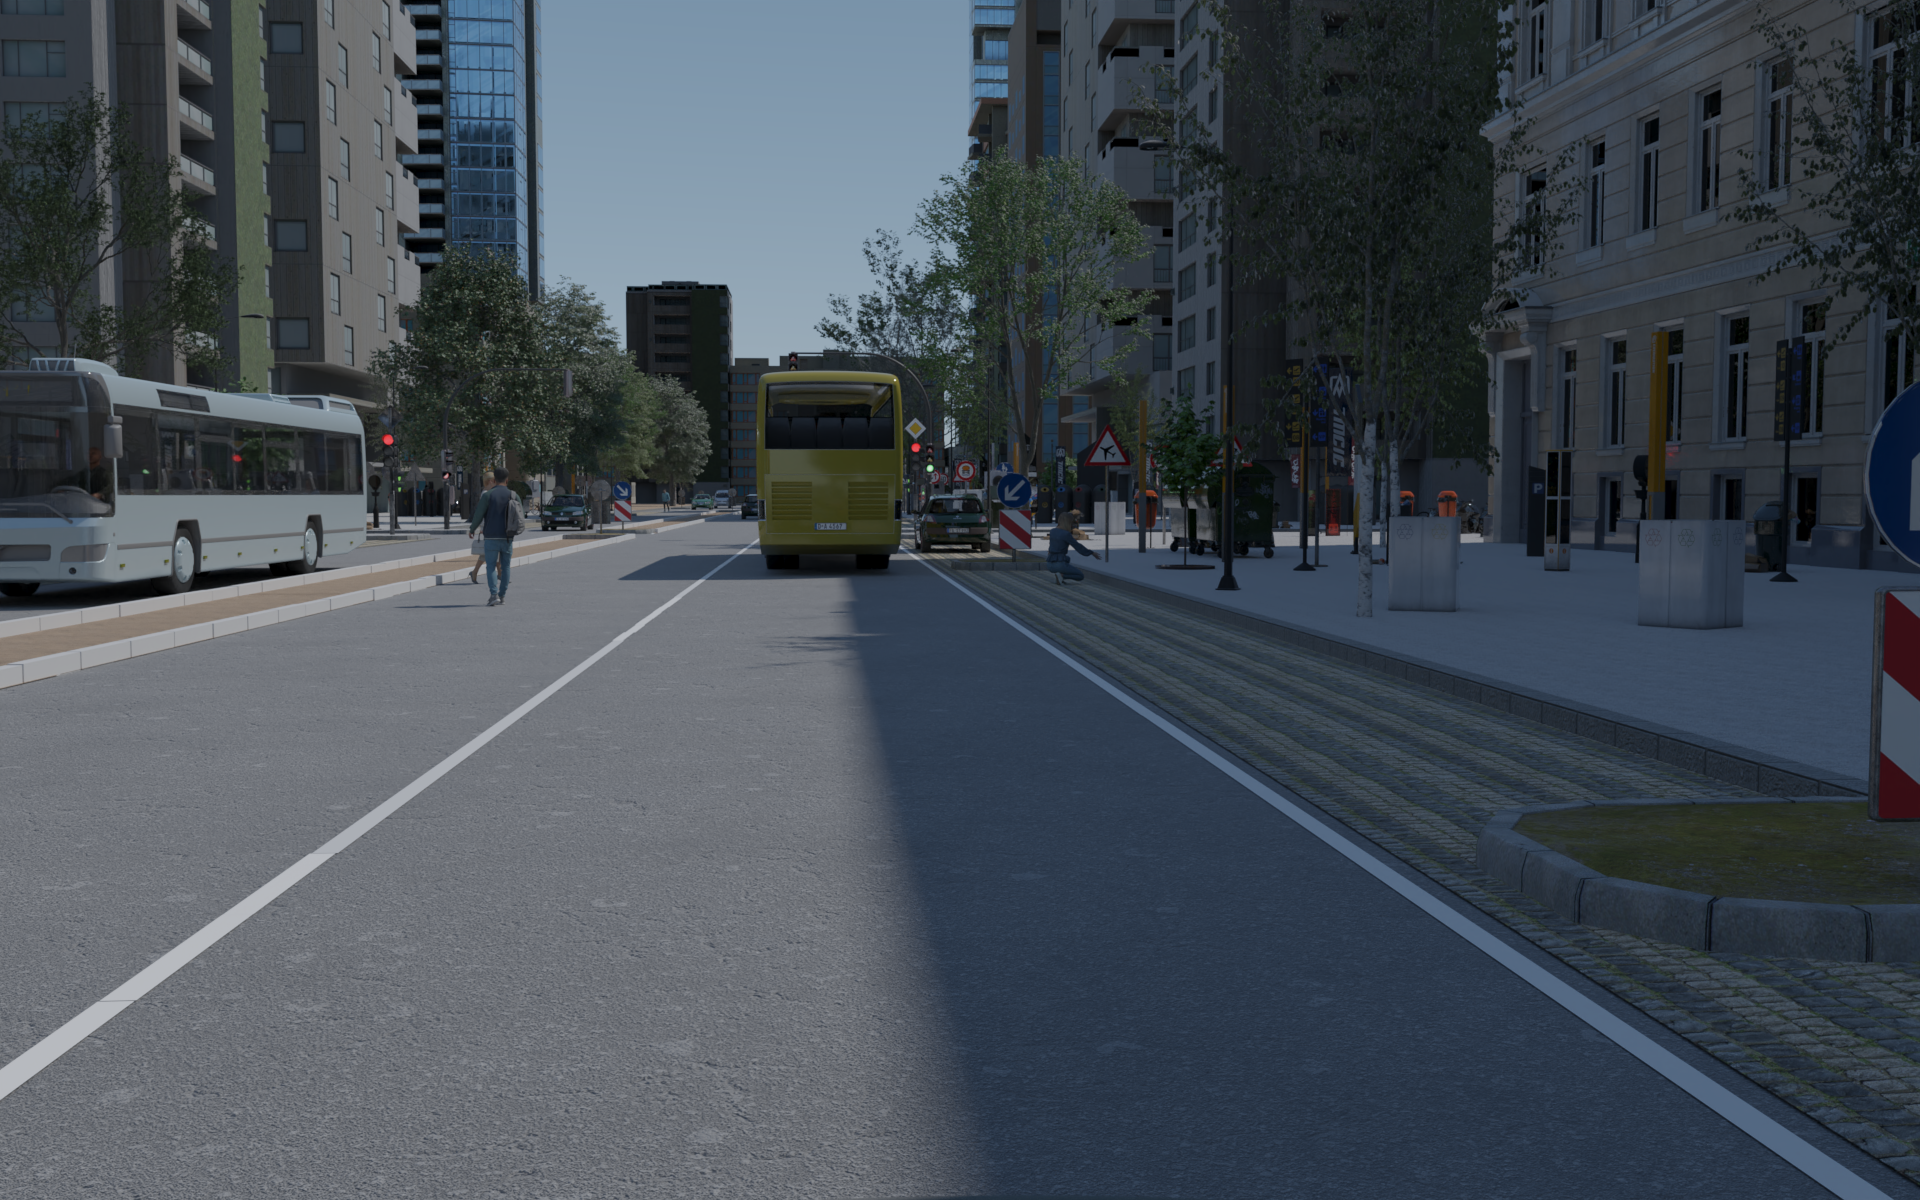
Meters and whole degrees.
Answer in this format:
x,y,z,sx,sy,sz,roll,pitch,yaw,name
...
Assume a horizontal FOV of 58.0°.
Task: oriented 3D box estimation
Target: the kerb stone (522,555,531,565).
x,y,z,sx,sy,sz,roll,pitch,yaw,name
-8.885,-0.784,35.049,0.120,0.150,1.000,0,4,-5,kerb stone

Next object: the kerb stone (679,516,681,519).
x,y,z,sx,sy,sz,roll,pitch,yaw,name
-16.001,-4.619,97.717,0.120,0.150,1.000,0,4,-5,kerb stone

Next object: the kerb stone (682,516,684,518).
x,y,z,sx,sy,sz,roll,pitch,yaw,name
-16.154,-4.743,99.770,0.120,0.150,1.000,0,4,-5,kerb stone

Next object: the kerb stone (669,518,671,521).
x,y,z,sx,sy,sz,roll,pitch,yaw,name
-15.514,-4.240,91.586,0.120,0.150,1.000,0,4,-5,kerb stone

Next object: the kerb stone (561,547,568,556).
x,y,z,sx,sy,sz,roll,pitch,yaw,name
-9.291,-1.099,40.166,0.120,0.150,1.000,0,4,-5,kerb stone

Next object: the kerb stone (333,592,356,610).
x,y,z,sx,sy,sz,roll,pitch,yaw,name
-7.825,0.031,21.768,0.120,0.150,1.000,0,4,-5,kerb stone

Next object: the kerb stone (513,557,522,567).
x,y,z,sx,sy,sz,roll,pitch,yaw,name
-8.813,-0.721,34.030,0.120,0.150,1.000,0,4,-5,kerb stone

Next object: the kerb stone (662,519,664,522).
x,y,z,sx,sy,sz,roll,pitch,yaw,name
-15.186,-3.994,87.502,0.120,0.150,1.000,0,4,-5,kerb stone

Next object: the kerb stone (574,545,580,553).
x,y,z,sx,sy,sz,roll,pitch,yaw,name
-9.460,-1.224,42.210,0.120,0.150,1.000,0,4,-5,kerb stone

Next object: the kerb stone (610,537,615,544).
x,y,z,sx,sy,sz,roll,pitch,yaw,name
-10.033,-1.658,49.359,0.120,0.150,1.000,0,4,-5,kerb stone

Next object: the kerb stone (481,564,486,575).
x,y,z,sx,sy,sz,roll,pitch,yaw,name
-8.563,-0.537,30.969,0.120,0.150,1.000,0,4,-5,kerb stone

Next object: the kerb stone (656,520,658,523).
x,y,z,sx,sy,sz,roll,pitch,yaw,name
-14.939,-3.807,84.442,0.120,0.150,1.000,0,4,-5,kerb stone

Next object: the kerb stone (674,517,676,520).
x,y,z,sx,sy,sz,roll,pitch,yaw,name
-15.758,-4.432,94.651,0.120,0.150,1.000,0,4,-5,kerb stone

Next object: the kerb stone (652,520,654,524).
x,y,z,sx,sy,sz,roll,pitch,yaw,name
-14.778,-3.680,82.404,0.120,0.150,1.000,0,4,-5,kerb stone

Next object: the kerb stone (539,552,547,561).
x,y,z,sx,sy,sz,roll,pitch,yaw,name
-9.050,-0.911,37.086,0.120,0.150,1.000,0,4,-5,kerb stone

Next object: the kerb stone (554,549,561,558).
x,y,z,sx,sy,sz,roll,pitch,yaw,name
-9.208,-1.033,39.147,0.120,0.150,1.000,0,4,-5,kerb stone

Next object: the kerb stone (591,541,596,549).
x,y,z,sx,sy,sz,roll,pitch,yaw,name
-9.706,-1.412,45.277,0.120,0.150,1.000,0,4,-5,kerb stone

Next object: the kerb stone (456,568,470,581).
x,y,z,sx,sy,sz,roll,pitch,yaw,name
-8.396,-0.408,28.924,0.120,0.150,1.000,0,4,-5,kerb stone

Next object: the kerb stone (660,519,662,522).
x,y,z,sx,sy,sz,roll,pitch,yaw,name
-15.095,-3.932,86.484,0.120,0.150,1.000,0,4,-5,kerb stone

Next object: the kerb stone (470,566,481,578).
x,y,z,sx,sy,sz,roll,pitch,yaw,name
-8.482,-0.473,29.950,0.120,0.150,1.000,0,4,-5,kerb stone

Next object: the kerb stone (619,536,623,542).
x,y,z,sx,sy,sz,roll,pitch,yaw,name
-10.186,-1.785,51.398,0.120,0.150,1.000,0,4,-5,kerb stone

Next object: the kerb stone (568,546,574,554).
x,y,z,sx,sy,sz,roll,pitch,yaw,name
-9.376,-1.162,41.192,0.120,0.150,1.000,0,4,-5,kerb stone

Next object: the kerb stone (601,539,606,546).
x,y,z,sx,sy,sz,roll,pitch,yaw,name
-9.867,-1.537,47.320,0.120,0.150,1.000,0,4,-5,kerb stone

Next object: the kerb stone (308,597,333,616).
x,y,z,sx,sy,sz,roll,pitch,yaw,name
-7.745,0.098,20.734,0.120,0.150,1.000,0,4,-5,kerb stone

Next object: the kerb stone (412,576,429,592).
x,y,z,sx,sy,sz,roll,pitch,yaw,name
-8.142,-0.217,25.857,0.120,0.150,1.000,0,4,-5,kerb stone

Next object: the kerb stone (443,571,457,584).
x,y,z,sx,sy,sz,roll,pitch,yaw,name
-8.319,-0.343,27.904,0.120,0.150,1.000,0,4,-5,kerb stone

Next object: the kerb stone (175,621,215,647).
x,y,z,sx,sy,sz,roll,pitch,yaw,name
-7.423,0.339,16.647,0.120,0.150,1.000,0,4,-5,kerb stone

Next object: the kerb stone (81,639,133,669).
x,y,z,sx,sy,sz,roll,pitch,yaw,name
-7.256,0.464,14.603,0.120,0.150,1.000,0,4,-5,kerb stone

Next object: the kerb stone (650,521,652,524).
x,y,z,sx,sy,sz,roll,pitch,yaw,name
-14.695,-3.620,81.385,0.120,0.150,1.000,0,4,-5,kerb stone

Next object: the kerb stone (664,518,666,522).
x,y,z,sx,sy,sz,roll,pitch,yaw,name
-15.262,-4.057,88.522,0.120,0.150,1.000,0,4,-5,kerb stone

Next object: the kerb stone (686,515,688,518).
x,y,z,sx,sy,sz,roll,pitch,yaw,name
-16.411,-4.932,102.831,0.120,0.150,1.000,0,4,-5,kerb stone

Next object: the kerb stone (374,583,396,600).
x,y,z,sx,sy,sz,roll,pitch,yaw,name
-7.980,-0.099,23.809,0.120,0.150,1.000,0,4,-5,kerb stone

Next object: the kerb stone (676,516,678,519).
x,y,z,sx,sy,sz,roll,pitch,yaw,name
-15.841,-4.490,95.670,0.120,0.150,1.000,0,4,-5,kerb stone

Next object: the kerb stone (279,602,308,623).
x,y,z,sx,sy,sz,roll,pitch,yaw,name
-7.660,0.152,19.715,0.120,0.150,1.000,0,4,-5,kerb stone

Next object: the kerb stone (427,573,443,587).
x,y,z,sx,sy,sz,roll,pitch,yaw,name
-8.239,-0.287,26.883,0.120,0.150,1.000,0,4,-5,kerb stone

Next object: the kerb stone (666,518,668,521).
x,y,z,sx,sy,sz,roll,pitch,yaw,name
-15.347,-4.119,89.540,0.120,0.150,1.000,0,4,-5,kerb stone

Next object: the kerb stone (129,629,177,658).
x,y,z,sx,sy,sz,roll,pitch,yaw,name
-7.338,0.402,15.626,0.120,0.150,1.000,0,4,-5,kerb stone

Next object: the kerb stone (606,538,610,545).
x,y,z,sx,sy,sz,roll,pitch,yaw,name
-9.950,-1.599,48.339,0.120,0.150,1.000,0,4,-5,kerb stone

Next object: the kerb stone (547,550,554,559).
x,y,z,sx,sy,sz,roll,pitch,yaw,name
-9.136,-0.971,38.115,0.120,0.150,1.000,0,4,-5,kerb stone

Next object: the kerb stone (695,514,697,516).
x,y,z,sx,sy,sz,roll,pitch,yaw,name
-16.981,-5.369,109.978,0.120,0.150,1.000,0,4,-5,kerb stone

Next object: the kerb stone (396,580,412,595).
x,y,z,sx,sy,sz,roll,pitch,yaw,name
-8.068,-0.161,24.836,0.120,0.150,1.000,0,4,-5,kerb stone

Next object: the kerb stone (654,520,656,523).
x,y,z,sx,sy,sz,roll,pitch,yaw,name
-14.852,-3.743,83.424,0.120,0.150,1.000,0,4,-5,kerb stone

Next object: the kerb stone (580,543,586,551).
x,y,z,sx,sy,sz,roll,pitch,yaw,name
-9.539,-1.287,43.236,0.120,0.150,1.000,0,4,-5,kerb stone

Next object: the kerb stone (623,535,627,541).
x,y,z,sx,sy,sz,roll,pitch,yaw,name
-10.272,-1.848,52.416,0.120,0.150,1.000,0,4,-5,kerb stone

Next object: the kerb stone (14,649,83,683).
x,y,z,sx,sy,sz,roll,pitch,yaw,name
-7.171,0.527,13.576,0.120,0.150,1.000,0,4,-5,kerb stone

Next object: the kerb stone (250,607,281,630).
x,y,z,sx,sy,sz,roll,pitch,yaw,name
-7.579,0.215,18.696,0.120,0.150,1.000,0,4,-5,kerb stone

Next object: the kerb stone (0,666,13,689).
x,y,z,sx,sy,sz,roll,pitch,yaw,name
-7.087,0.597,12.549,0.120,0.150,1.000,0,4,-5,kerb stone

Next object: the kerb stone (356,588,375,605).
x,y,z,sx,sy,sz,roll,pitch,yaw,name
-7.915,-0.031,22.787,0.120,0.150,1.000,0,4,-5,kerb stone

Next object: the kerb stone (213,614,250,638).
x,y,z,sx,sy,sz,roll,pitch,yaw,name
-7.500,0.278,17.675,0.120,0.150,1.000,0,4,-5,kerb stone

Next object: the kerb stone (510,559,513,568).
x,y,z,sx,sy,sz,roll,pitch,yaw,name
-8.724,-0.660,33.011,0.120,0.150,1.000,0,4,-5,kerb stone

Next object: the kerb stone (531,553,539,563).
x,y,z,sx,sy,sz,roll,pitch,yaw,name
-8.959,-0.848,36.068,0.120,0.150,1.000,0,4,-5,kerb stone

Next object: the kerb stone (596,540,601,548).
x,y,z,sx,sy,sz,roll,pitch,yaw,name
-9.789,-1.474,46.301,0.120,0.150,1.000,0,4,-5,kerb stone

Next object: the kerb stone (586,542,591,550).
x,y,z,sx,sy,sz,roll,pitch,yaw,name
-9.625,-1.349,44.259,0.120,0.150,1.000,0,4,-5,kerb stone

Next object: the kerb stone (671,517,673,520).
x,y,z,sx,sy,sz,roll,pitch,yaw,name
-15.594,-4.307,92.613,0.120,0.150,1.000,0,4,-5,kerb stone

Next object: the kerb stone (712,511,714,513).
x,y,z,sx,sy,sz,roll,pitch,yaw,name
-18.361,-6.428,127.330,0.120,0.150,1.000,0,4,-5,kerb stone

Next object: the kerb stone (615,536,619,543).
x,y,z,sx,sy,sz,roll,pitch,yaw,name
-10.111,-1.724,50.377,0.120,0.150,1.000,0,4,-5,kerb stone

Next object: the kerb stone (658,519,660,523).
x,y,z,sx,sy,sz,roll,pitch,yaw,name
-15.018,-3.870,85.464,0.120,0.150,1.000,0,4,-5,kerb stone

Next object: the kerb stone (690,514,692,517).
x,y,z,sx,sy,sz,roll,pitch,yaw,name
-16.654,-5.117,105.897,0.120,0.150,1.000,0,4,-5,kerb stone
